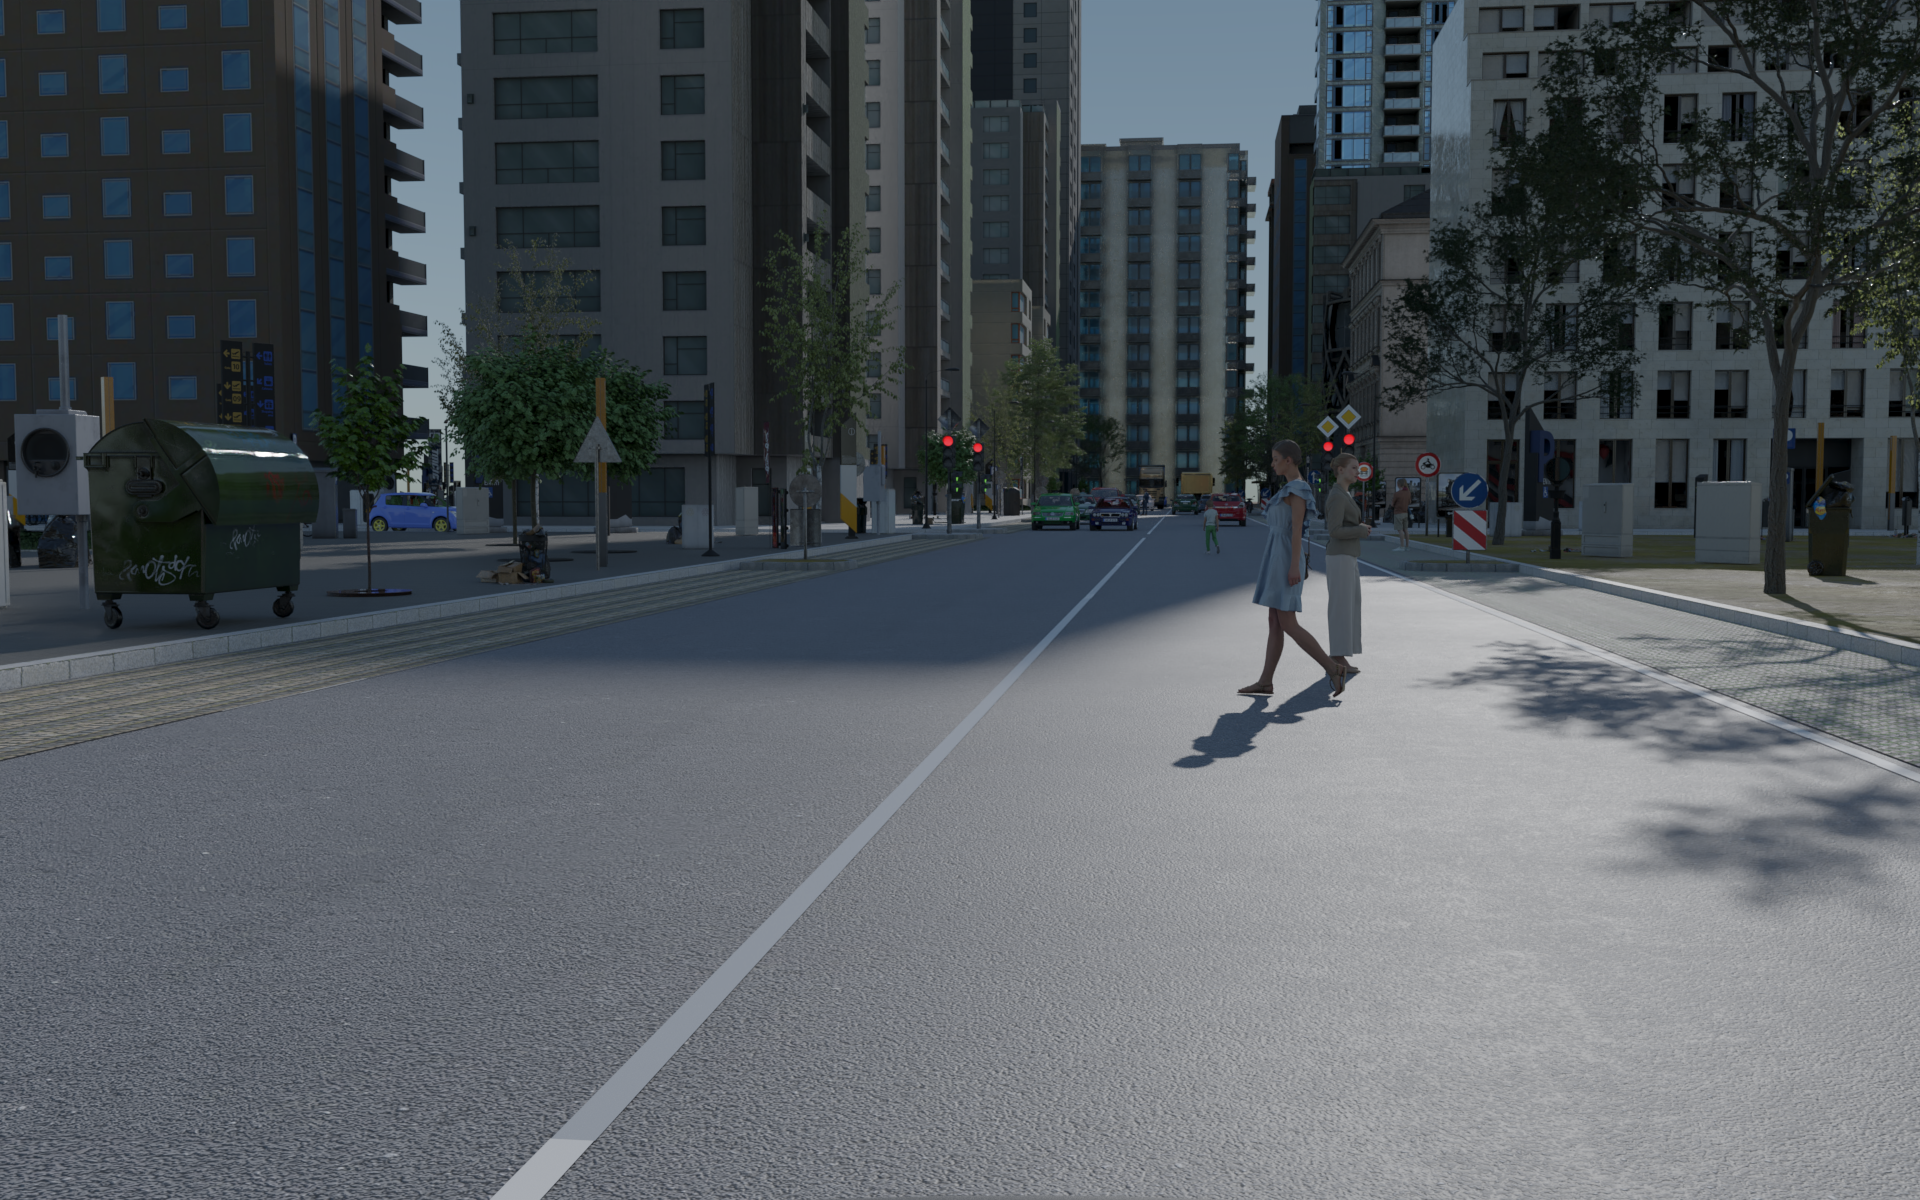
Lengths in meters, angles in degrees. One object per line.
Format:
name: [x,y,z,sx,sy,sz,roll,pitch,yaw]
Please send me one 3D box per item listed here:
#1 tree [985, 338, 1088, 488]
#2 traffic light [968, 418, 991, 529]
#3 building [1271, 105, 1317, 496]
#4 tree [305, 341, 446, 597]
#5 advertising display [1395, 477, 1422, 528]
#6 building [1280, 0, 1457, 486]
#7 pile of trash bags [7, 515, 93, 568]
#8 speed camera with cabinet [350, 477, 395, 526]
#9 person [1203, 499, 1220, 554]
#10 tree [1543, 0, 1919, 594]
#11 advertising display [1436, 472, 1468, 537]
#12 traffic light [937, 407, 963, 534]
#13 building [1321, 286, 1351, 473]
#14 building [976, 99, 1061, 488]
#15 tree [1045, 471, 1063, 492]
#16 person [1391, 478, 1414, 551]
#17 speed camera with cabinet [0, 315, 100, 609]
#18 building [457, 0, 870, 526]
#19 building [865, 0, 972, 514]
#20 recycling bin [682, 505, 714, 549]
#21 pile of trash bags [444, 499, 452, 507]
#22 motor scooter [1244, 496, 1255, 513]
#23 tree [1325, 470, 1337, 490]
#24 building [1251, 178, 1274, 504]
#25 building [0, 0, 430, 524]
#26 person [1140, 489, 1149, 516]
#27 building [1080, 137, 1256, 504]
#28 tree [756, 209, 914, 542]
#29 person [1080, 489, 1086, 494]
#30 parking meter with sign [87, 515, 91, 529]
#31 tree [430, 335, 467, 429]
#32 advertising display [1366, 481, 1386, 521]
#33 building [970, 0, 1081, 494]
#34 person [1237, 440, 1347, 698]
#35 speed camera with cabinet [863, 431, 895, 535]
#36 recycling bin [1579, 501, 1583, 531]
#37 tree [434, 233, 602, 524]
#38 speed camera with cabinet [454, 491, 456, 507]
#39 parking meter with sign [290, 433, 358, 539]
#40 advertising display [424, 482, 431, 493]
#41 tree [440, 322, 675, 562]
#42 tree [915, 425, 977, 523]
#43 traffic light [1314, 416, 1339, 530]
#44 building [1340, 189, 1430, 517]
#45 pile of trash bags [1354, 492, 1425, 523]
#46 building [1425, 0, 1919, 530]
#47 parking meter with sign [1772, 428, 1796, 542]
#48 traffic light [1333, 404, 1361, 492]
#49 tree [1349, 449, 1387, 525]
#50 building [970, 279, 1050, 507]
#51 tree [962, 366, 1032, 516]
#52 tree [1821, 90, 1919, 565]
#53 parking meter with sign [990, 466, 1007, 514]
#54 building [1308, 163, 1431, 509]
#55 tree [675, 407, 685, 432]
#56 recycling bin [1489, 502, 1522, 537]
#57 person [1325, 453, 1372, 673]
tree: [5.585,-12.678,125.412,7.486,12.596,7.792,0,3,0]
traffic light: [0.707,-4.579,63.794,0.839,4.253,0.868,0,4,7]
building: [43.453,-33.617,199.748,14.600,45.320,14.200,0,4,7]
tree: [-7.393,-1.676,22.011,1.663,3.219,1.824,0,3,0]
advertising display: [16.958,-3.692,65.583,0.974,1.923,0.123,2,4,26]
building: [44.905,-52.776,175.553,22.319,86.520,31.000,0,4,7]
pile of trash bags: [-17.129,-1.273,30.562,3.447,1.369,1.912,-1,4,-10]
speed camera with cabinet: [-24.199,-4.711,71.368,0.660,3.252,2.038,2,4,24]
person: [6.019,-1.753,41.411,0.306,1.304,0.590,-1,4,-20]
tree: [10.225,-5.349,21.867,7.601,10.594,8.767,-2,4,-35]
advertising display: [14.635,-2.826,51.419,0.974,1.923,0.123,0,4,0]
traffic light: [-0.327,-4.095,55.876,0.839,4.253,0.868,0,4,7]
building: [34.948,-15.847,126.549,16.820,18.784,16.811,0,4,7]
building: [2.603,-30.072,175.263,14.154,41.232,14.086,0,4,7]
tree: [7.282,-8.754,137.726,1.663,3.219,1.824,0,3,0]
person: [11.091,-2.138,43.434,0.573,1.828,0.580,1,4,10]
speed camera with cabinet: [-10.596,-1.511,19.035,2.038,3.252,0.660,0,3,0]
building: [-12.060,-18.518,74.471,14.160,30.474,14.107,0,4,7]
building: [-7.004,-26.251,112.802,14.154,41.232,14.086,0,4,7]
recycling bin: [-6.133,-1.714,40.573,0.722,1.027,0.722,0,4,-7]
pile of trash bags: [-27.677,-4.913,90.080,1.912,1.369,3.447,1,4,9]
motor scooter: [21.396,-7.045,127.955,0.815,1.314,1.986,0,4,6]
tree: [17.634,-5.226,80.045,1.663,3.219,1.824,0,3,0]
building: [53.724,-35.217,230.426,28.867,44.769,22.147,0,4,7]
building: [-33.858,-26.146,77.605,14.200,45.320,14.600,0,4,7]
person: [12.314,-6.513,115.166,0.419,1.800,0.721,-2,4,-31]
building: [24.492,-37.670,235.507,30.456,49.044,23.786,0,4,7]
tree: [-3.575,-5.843,45.895,4.737,8.622,4.395,0,3,0]
person: [9.275,-7.518,131.434,0.660,1.820,0.620,1,4,8]
parking meter with sign: [-23.529,-3.191,48.440,1.738,3.016,0.543,-3,5,-43]
tree: [-22.239,-7.901,79.545,4.737,8.622,4.395,0,3,0]
advertising display: [20.141,-4.812,83.886,0.974,1.923,0.123,1,4,12]
building: [3.175,-46.624,200.559,20.611,71.187,20.563,0,4,7]
person: [2.359,-0.223,12.234,0.778,1.811,0.616,1,4,23]
speed camera with cabinet: [-2.575,-3.722,55.196,0.660,3.252,2.038,1,4,12]
recycling bin: [22.038,-2.931,60.468,0.722,1.027,0.722,2,4,29]
tree: [-12.117,-5.995,48.381,4.360,8.622,3.978,0,3,0]
speed camera with cabinet: [-26.080,-6.038,93.060,2.038,3.252,0.660,-2,4,-26]
parking meter with sign: [-18.326,-3.283,49.944,1.738,3.016,0.543,-1,4,-10]
advertising display: [-29.394,-5.531,95.651,0.123,1.923,0.974,0,4,0]
tree: [-8.172,-3.031,33.276,4.285,4.588,4.351,0,3,0]
tree: [-0.430,-5.720,77.229,4.285,4.588,4.351,0,3,0]
traffic light: [13.165,-4.481,62.190,0.839,4.253,0.868,0,4,7]
building: [28.869,-14.612,103.531,10.561,19.102,19.286,0,4,7]
pile of trash bags: [19.229,-4.107,76.895,3.447,1.369,1.912,1,4,10]
building: [27.743,-13.038,67.916,16.860,20.320,10.420,0,4,7]
parking meter with sign: [22.225,-3.082,46.659,0.543,3.016,1.738,2,4,29]
traffic light: [12.131,-3.997,54.271,0.839,4.253,0.868,0,4,7]
tree: [17.071,-4.790,72.926,1.663,3.219,1.824,0,3,0]
building: [-6.831,-18.986,155.459,27.650,21.520,28.899,0,4,7]
tree: [2.246,-9.071,98.678,4.360,8.622,3.978,0,3,0]
tree: [17.390,-4.929,30.947,4.360,8.622,3.978,0,3,0]
parking meter with sign: [2.636,-6.939,109.712,0.543,3.016,1.738,2,4,35]
building: [38.240,-23.469,155.422,14.160,30.474,14.107,0,4,7]
tree: [-7.746,-3.318,37.969,4.285,4.588,4.351,0,3,0]
recycling bin: [16.374,-2.411,51.977,0.722,1.027,0.722,0,4,-7]
person: [3.104,-0.294,13.854,0.362,1.759,0.519,1,4,17]
